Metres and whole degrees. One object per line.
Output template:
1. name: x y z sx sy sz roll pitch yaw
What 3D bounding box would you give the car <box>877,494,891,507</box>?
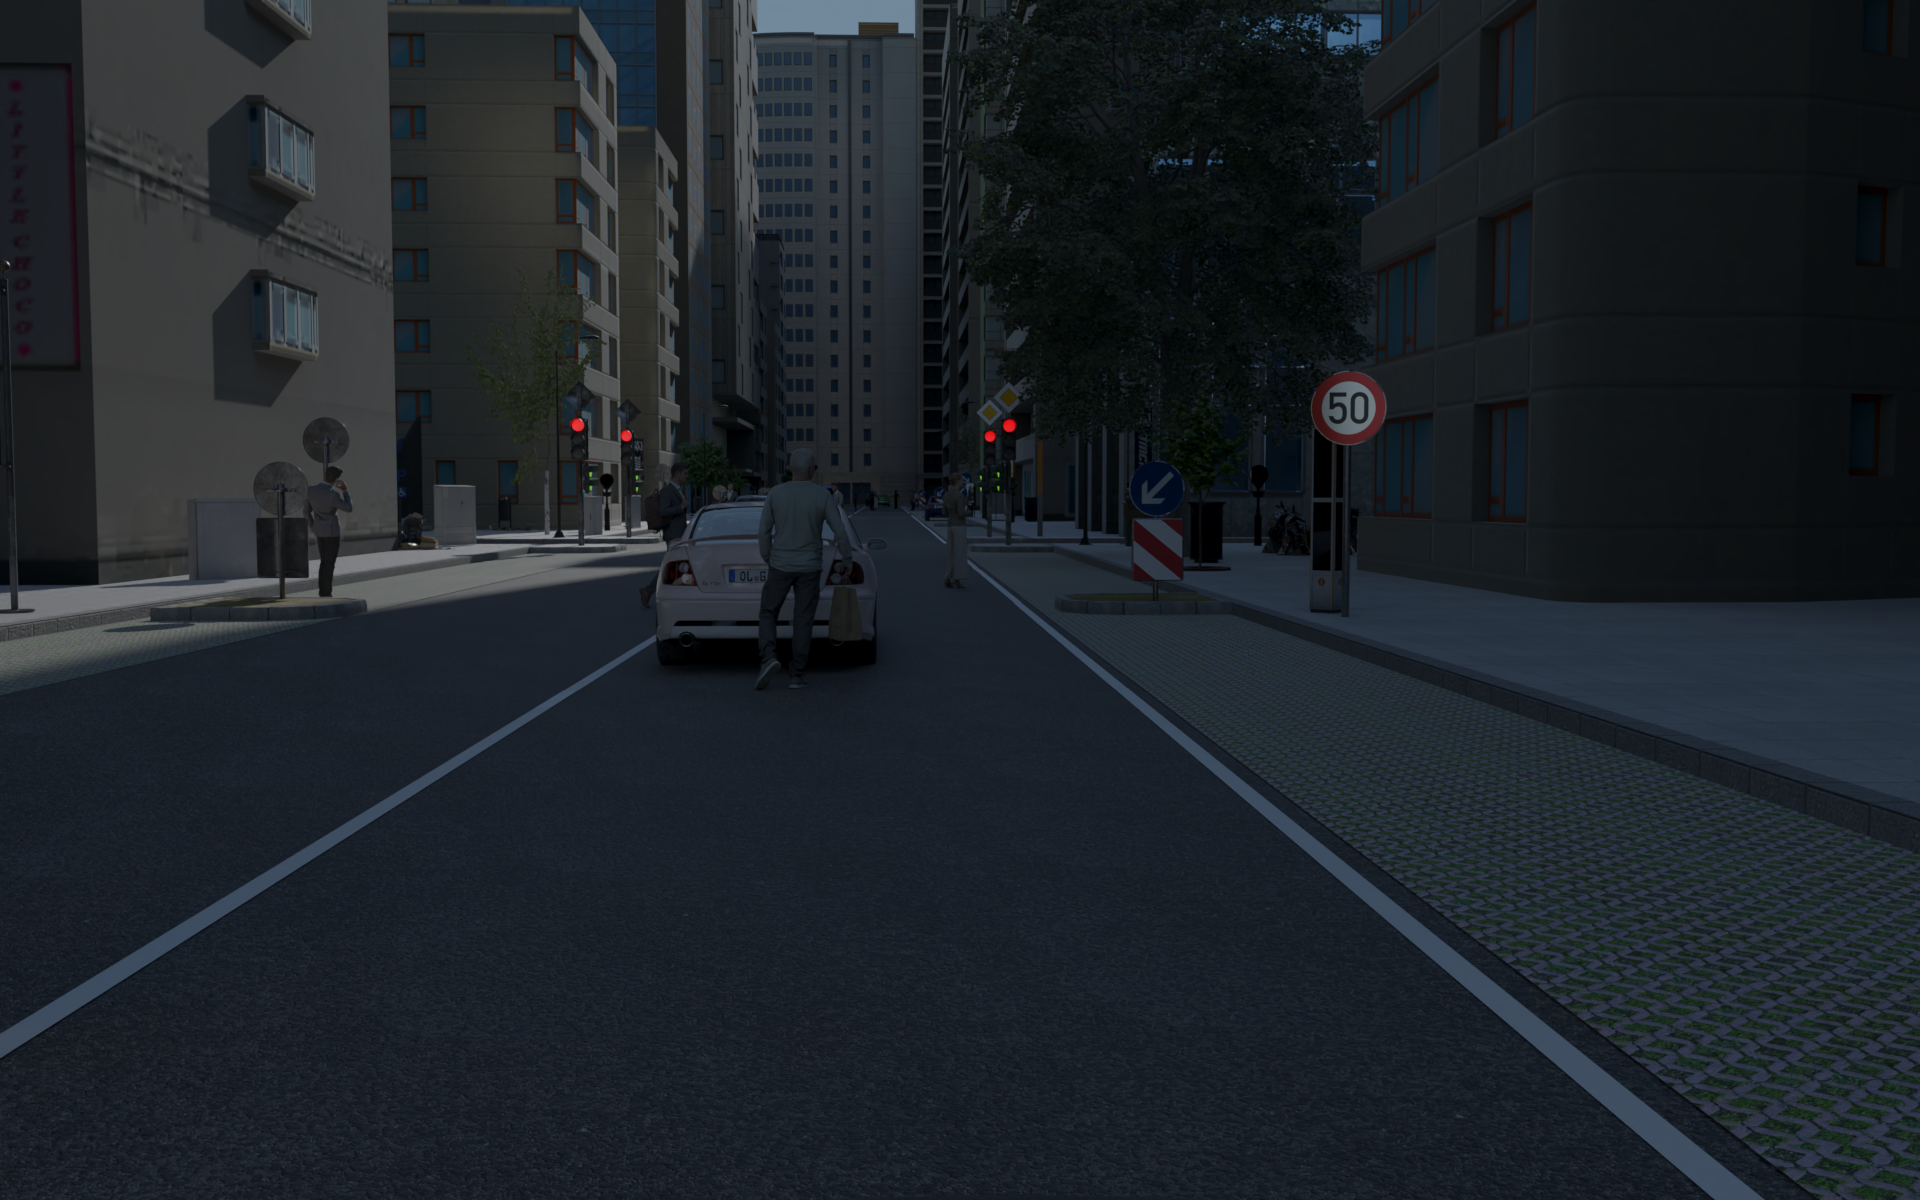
1. car: -8.857 -11.501 196.841 1.959 1.807 4.718 0 4 -2

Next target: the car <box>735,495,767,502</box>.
1. car: -6.360 -2.594 54.410 2.014 1.417 4.499 0 4 -3

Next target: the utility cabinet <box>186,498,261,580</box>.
1. utility cabinet: -11.150 -0.924 26.266 0.306 1.237 1.020 3 5 41

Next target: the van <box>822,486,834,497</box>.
1. van: -10.465 -7.860 132.900 2.240 2.365 5.245 0 4 -4

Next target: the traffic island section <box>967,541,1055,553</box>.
1. traffic island section: 1.239 -1.301 43.557 2.009 0.180 2.903 0 4 -2

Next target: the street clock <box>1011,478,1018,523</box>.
1. street clock: 2.351 -4.476 77.757 0.471 2.002 0.358 1 4 13

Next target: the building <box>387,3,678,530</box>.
1. building: -27.883 -14.092 75.448 27.650 21.520 28.899 0 4 -2

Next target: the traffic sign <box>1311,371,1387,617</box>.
1. traffic sign: 4.019 -1.093 17.984 0.768 2.556 0.104 0 4 7

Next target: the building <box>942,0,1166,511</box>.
1. building: 9.273 -33.207 166.635 21.300 48.544 21.600 0 4 -2

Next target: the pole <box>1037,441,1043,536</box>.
1. pole: 2.425 -3.578 52.347 0.158 3.312 0.155 0 3 0

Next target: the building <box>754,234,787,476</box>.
1. building: -26.538 -25.786 193.297 14.107 30.474 14.160 0 4 -2

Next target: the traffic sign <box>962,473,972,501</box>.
1. traffic sign: 0.339 -6.357 104.034 0.768 2.556 0.104 0 4 -2

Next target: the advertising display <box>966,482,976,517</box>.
1. advertising display: 0.595 -5.569 96.264 0.123 1.923 0.974 -2 4 -28

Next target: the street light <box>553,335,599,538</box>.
1. street light: -11.248 -4.785 50.778 1.470 5.913 1.316 0 4 -2

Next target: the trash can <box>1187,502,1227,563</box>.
1. trash can: 4.602 -1.265 32.333 0.748 1.137 0.748 0 3 0

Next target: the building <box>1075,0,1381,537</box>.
1. building: 19.833 -45.729 60.335 31.000 86.520 22.319 0 4 -2

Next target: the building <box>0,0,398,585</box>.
1. building: -22.800 -24.654 26.800 21.600 48.544 21.300 0 4 -2

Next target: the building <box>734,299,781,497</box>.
1. building: -32.089 -19.710 167.301 27.650 21.520 28.899 0 4 -2

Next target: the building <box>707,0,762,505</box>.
1. building: -30.315 -33.579 138.254 28.713 52.752 27.495 0 4 -2

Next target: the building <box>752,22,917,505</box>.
1. building: -19.746 -41.467 219.979 28.212 58.520 21.231 0 4 -2

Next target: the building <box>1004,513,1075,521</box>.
1. building: 13.698 -28.549 90.484 21.300 48.544 21.600 0 4 -2

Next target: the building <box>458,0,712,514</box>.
1. building: -24.220 -28.428 114.903 14.600 45.320 14.200 0 4 -2

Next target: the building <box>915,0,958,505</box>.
1. building: 4.650 -47.841 220.457 20.611 71.187 20.563 0 4 -2

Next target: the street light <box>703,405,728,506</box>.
1. street light: -12.817 -7.216 90.515 1.470 5.913 1.316 0 4 -2

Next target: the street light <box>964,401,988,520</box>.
1. street light: 0.886 -6.978 86.630 1.470 5.913 1.316 0 4 -2

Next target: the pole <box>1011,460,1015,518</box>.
1. pole: 2.831 -6.010 92.101 0.158 3.312 0.155 0 3 0

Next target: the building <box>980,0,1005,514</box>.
1. building: 8.283 -26.465 116.294 14.154 41.232 14.086 0 4 -2

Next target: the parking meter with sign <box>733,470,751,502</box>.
1. parking meter with sign: -15.404 -7.848 124.574 1.738 3.016 0.543 0 4 2

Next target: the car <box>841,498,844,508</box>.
1. car: -11.242 -8.865 153.734 1.959 1.807 4.718 0 4 -4

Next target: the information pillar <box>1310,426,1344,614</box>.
1. information pillar: 3.994 -0.869 18.707 0.304 2.012 0.304 -3 5 -45

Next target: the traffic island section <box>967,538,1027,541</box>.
1. traffic island section: 0.898 -1.789 51.534 2.009 0.180 2.903 0 4 -2

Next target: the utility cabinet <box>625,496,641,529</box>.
1. utility cabinet: -12.190 -3.263 64.506 0.306 1.237 1.020 0 4 8

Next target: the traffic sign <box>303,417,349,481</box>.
1. traffic sign: -10.503 -1.749 28.704 0.768 2.556 0.104 0 4 -1

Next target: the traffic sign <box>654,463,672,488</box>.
1. traffic sign: -12.367 -4.404 72.109 0.768 2.556 0.104 0 4 -1

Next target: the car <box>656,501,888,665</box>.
1. car: -1.698 -0.220 15.961 2.083 1.381 4.827 0 4 -3

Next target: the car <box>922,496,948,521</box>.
1. car: -1.034 -4.895 92.616 1.945 1.354 3.894 0 4 -2

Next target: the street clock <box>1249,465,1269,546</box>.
1. street clock: 7.373 -2.339 42.821 0.471 2.002 0.358 0 4 5

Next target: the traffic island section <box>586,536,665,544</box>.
1. traffic island section: -9.784 -1.762 51.084 2.009 0.180 2.903 0 4 -2

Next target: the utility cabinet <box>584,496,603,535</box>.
1. utility cabinet: -11.620 -2.672 54.844 0.306 1.237 1.020 -2 4 -29

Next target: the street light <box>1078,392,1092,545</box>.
1. street light: 2.623 -4.339 43.489 1.470 5.913 1.316 0 4 -2

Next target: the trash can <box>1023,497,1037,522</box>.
1. trash can: 3.283 -4.170 79.832 0.748 1.137 0.748 0 3 0

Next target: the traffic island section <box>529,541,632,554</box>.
1. traffic island section: -9.443 -1.274 43.106 2.009 0.180 2.903 0 4 -2

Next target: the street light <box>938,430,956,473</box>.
1. street light: -0.885 -9.395 126.149 1.470 5.913 1.316 0 4 -2

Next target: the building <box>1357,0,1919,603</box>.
1. building: 21.154 -10.387 14.873 27.650 21.520 28.899 0 4 -2

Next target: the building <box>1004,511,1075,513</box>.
1. building: 10.897 -31.891 145.125 21.300 48.544 21.600 0 4 -2

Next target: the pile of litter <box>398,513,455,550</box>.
1. pile of litter: -12.565 -1.591 39.985 1.719 0.858 1.176 0 4 -5

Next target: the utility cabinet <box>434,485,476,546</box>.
1. utility cabinet: -12.480 -2.090 42.850 0.318 1.500 1.173 2 4 25

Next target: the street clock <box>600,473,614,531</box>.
1. street clock: -12.346 -3.425 60.563 0.471 2.002 0.358 -1 4 -18
